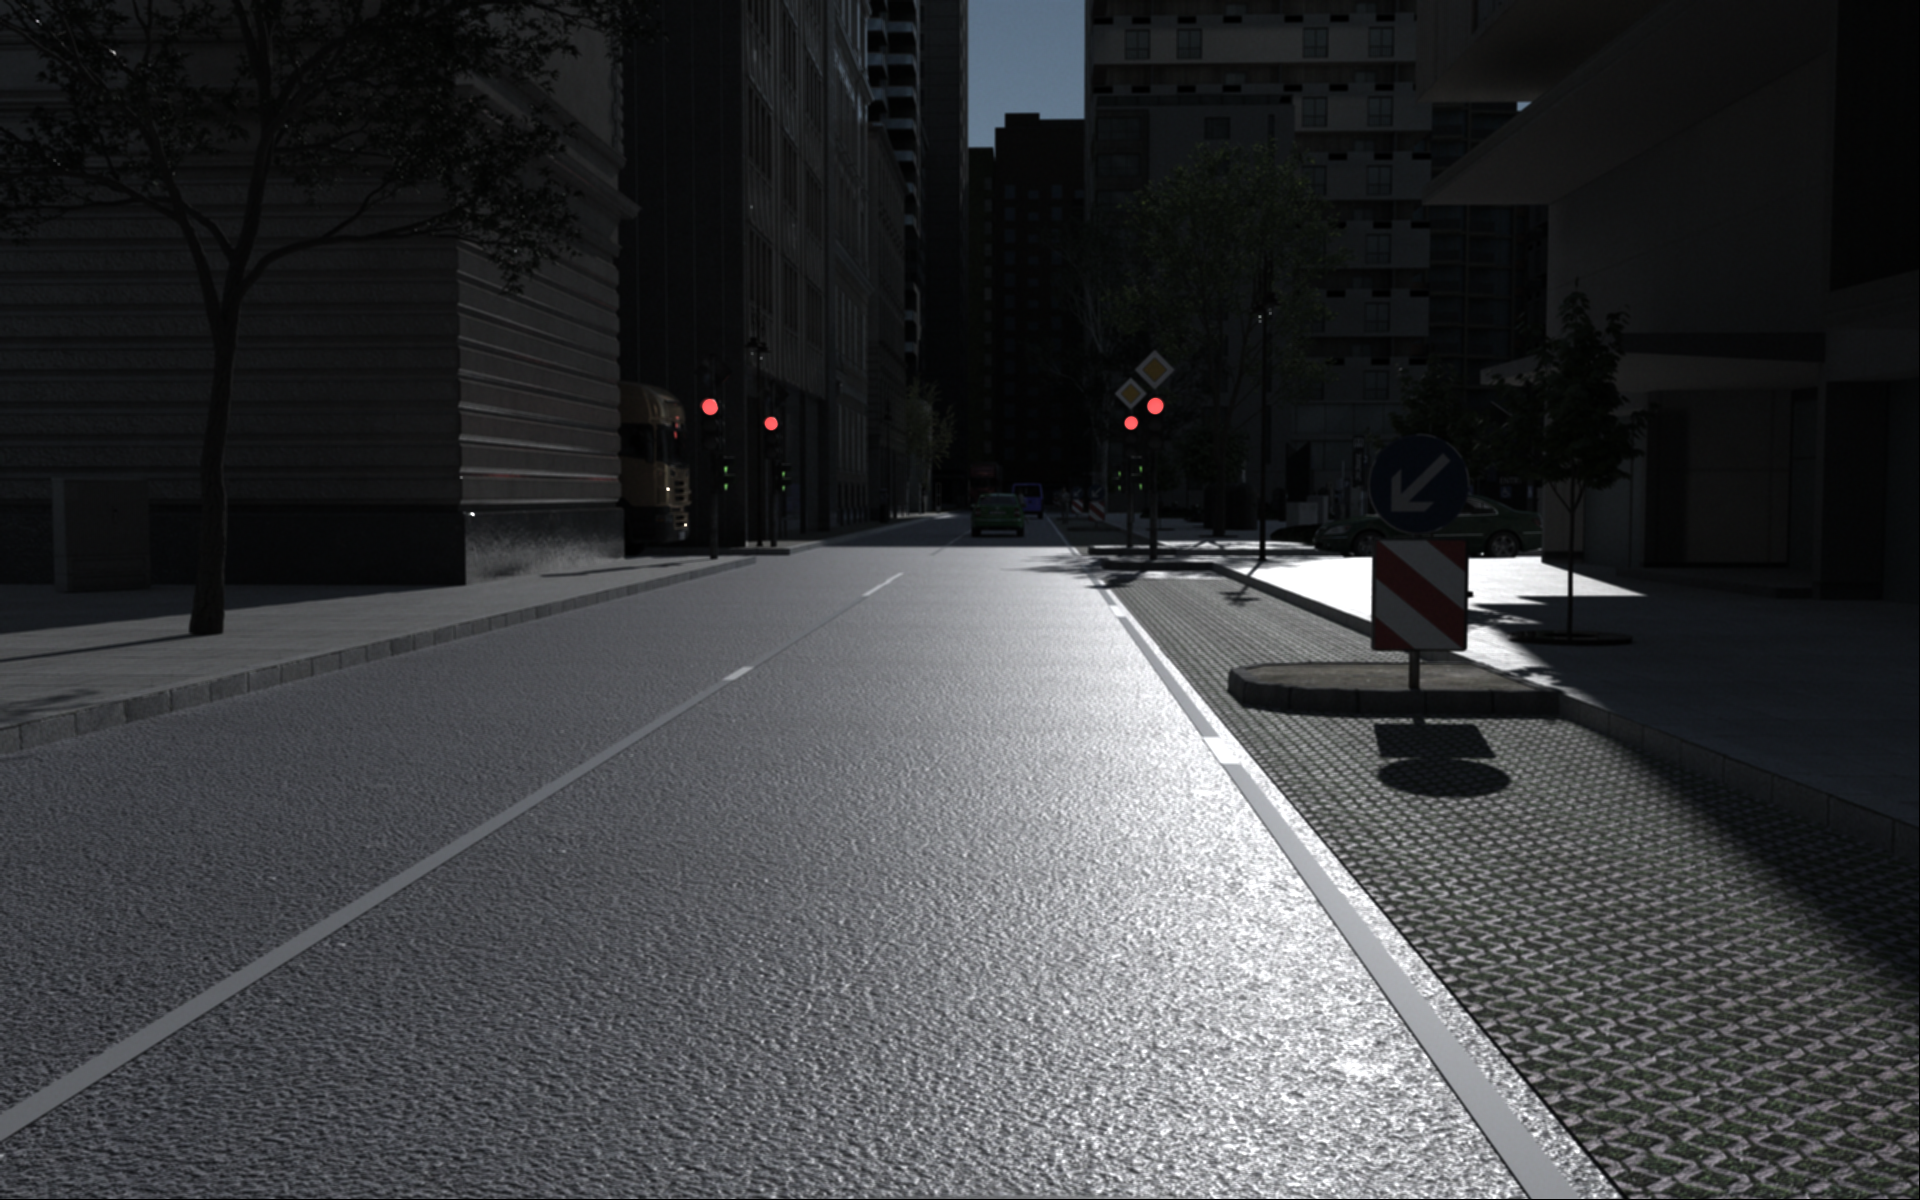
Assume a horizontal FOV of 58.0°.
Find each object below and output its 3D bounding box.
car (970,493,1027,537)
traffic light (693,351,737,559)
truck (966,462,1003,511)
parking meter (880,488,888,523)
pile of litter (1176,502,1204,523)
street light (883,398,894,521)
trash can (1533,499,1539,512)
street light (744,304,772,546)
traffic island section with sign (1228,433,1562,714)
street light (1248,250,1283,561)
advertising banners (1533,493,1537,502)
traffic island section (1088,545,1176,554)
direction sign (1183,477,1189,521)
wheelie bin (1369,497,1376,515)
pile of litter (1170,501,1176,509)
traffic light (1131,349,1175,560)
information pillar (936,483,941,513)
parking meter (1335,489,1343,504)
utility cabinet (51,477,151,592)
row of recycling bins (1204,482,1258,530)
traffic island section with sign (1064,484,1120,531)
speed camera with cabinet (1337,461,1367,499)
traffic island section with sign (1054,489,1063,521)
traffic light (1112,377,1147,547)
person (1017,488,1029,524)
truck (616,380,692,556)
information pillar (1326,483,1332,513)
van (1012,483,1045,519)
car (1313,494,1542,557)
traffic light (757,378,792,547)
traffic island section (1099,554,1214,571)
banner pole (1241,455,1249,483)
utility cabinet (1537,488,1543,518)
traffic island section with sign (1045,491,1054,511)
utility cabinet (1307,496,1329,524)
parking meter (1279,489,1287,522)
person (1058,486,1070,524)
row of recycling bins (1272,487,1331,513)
[{"bbox_3d":[1.314,-3.096,59.420,1.959,1.807,4.718,0,4,2],"label":"car"},{"bbox_3d":[-4.842,-2.763,34.090,0.839,4.253,0.868,0,4,2],"label":"traffic light"},{"bbox_3d":[2.295,-10.077,153.668,2.839,4.237,11.283,0,4,4],"label":"truck"},{"bbox_3d":[-3.374,-4.180,76.749,0.372,1.533,0.369,0,3,0],"label":"parking meter"},{"bbox_3d":[10.845,-3.938,78.353,1.176,0.858,1.719,-2,4,-25],"label":"pile of litter"},{"bbox_3d":[-3.417,-6.704,82.404,0.468,5.910,1.993,0,4,2],"label":"street light"},{"bbox_3d":[18.015,-2.651,55.001,0.748,1.137,0.748,0,3,0],"label":"trash can"},{"bbox_3d":[-4.914,-4.253,42.328,0.468,5.910,1.993,0,4,2],"label":"street light"},{"bbox_3d":[2.939,-0.216,12.160,1.989,1.847,2.006,0,4,2],"label":"traffic island section with sign"},{"bbox_3d":[5.807,-3.688,33.089,0.468,5.910,1.993,0,4,2],"label":"street light"},{"bbox_3d":[34.316,-6.403,100.874,2.074,3.025,0.090,-1,4,-15],"label":"advertising banners"},{"bbox_3d":[4.125,-1.197,41.851,2.009,0.180,2.903,0,4,2],"label":"traffic island section"},{"bbox_3d":[11.016,-5.620,83.889,0.379,3.537,0.876,1,4,11],"label":"direction sign"},{"bbox_3d":[19.775,-4.549,82.280,0.980,1.594,0.693,2,4,25],"label":"wheelie bin"},{"bbox_3d":[13.230,-5.647,106.298,1.719,0.858,1.176,3,4,37],"label":"pile of litter"},{"bbox_3d":[3.763,-2.742,33.760,0.839,4.253,0.868,0,4,2],"label":"traffic light"},{"bbox_3d":[-1.446,-6.805,115.758,0.304,2.012,0.304,0,4,-4],"label":"information pillar"},{"bbox_3d":[18.006,-4.523,82.359,0.372,1.533,0.369,0,3,0],"label":"parking meter"},{"bbox_3d":[-11.339,-0.870,22.906,0.318,1.500,1.173,2,4,31],"label":"utility cabinet"},{"bbox_3d":[9.782,-3.412,62.902,1.069,1.692,3.534,-1,4,-14],"label":"row of recycling bins"},{"bbox_3d":[5.144,-3.567,66.942,1.989,1.847,2.006,0,4,2],"label":"traffic island section with sign"},{"bbox_3d":[23.350,-6.617,102.524,2.038,3.252,0.660,1,4,12],"label":"speed camera with cabinet"},{"bbox_3d":[6.230,-5.214,93.875,1.989,1.847,2.006,0,4,2],"label":"traffic island section with sign"},{"bbox_3d":[4.085,-3.230,41.738,0.839,4.253,0.868,0,4,2],"label":"traffic light"},{"bbox_3d":[2.836,-4.363,80.592,0.760,1.731,0.466,0,4,-5],"label":"person"},{"bbox_3d":[-10.955,-2.984,37.702,11.283,4.237,2.839,0,4,4],"label":"truck"},{"bbox_3d":[23.743,-6.542,111.460,0.304,2.012,0.304,-1,4,-19],"label":"information pillar"},{"bbox_3d":[3.877,-5.901,100.867,2.240,2.365,5.245,0,4,2],"label":"van"},{"bbox_3d":[10.101,-1.563,37.351,4.920,1.459,2.131,0,4,1],"label":"car"},{"bbox_3d":[-4.520,-3.251,42.068,0.839,4.253,0.868,0,4,2],"label":"traffic light"},{"bbox_3d":[3.802,-0.709,33.872,2.009,0.180,2.903,0,4,2],"label":"traffic island section"},{"bbox_3d":[17.763,-7.207,107.853,0.863,3.779,0.401,-3,5,-44],"label":"banner pole"},{"bbox_3d":[20.831,-3.225,61.404,0.318,1.500,1.173,3,5,40],"label":"utility cabinet"},{"bbox_3d":[8.232,-8.250,143.522,1.989,1.847,2.006,0,4,2],"label":"traffic island section with sign"},{"bbox_3d":[13.982,-3.463,67.782,0.306,1.237,1.020,-2,4,-26],"label":"utility cabinet"},{"bbox_3d":[15.069,-4.427,80.792,0.372,1.533,0.369,0,3,0],"label":"parking meter"},{"bbox_3d":[4.998,-4.562,83.294,0.606,1.804,0.583,1,4,10],"label":"person"},{"bbox_3d":[20.744,-6.003,105.258,3.534,1.692,1.069,1,4,15],"label":"row of recycling bins"}]
